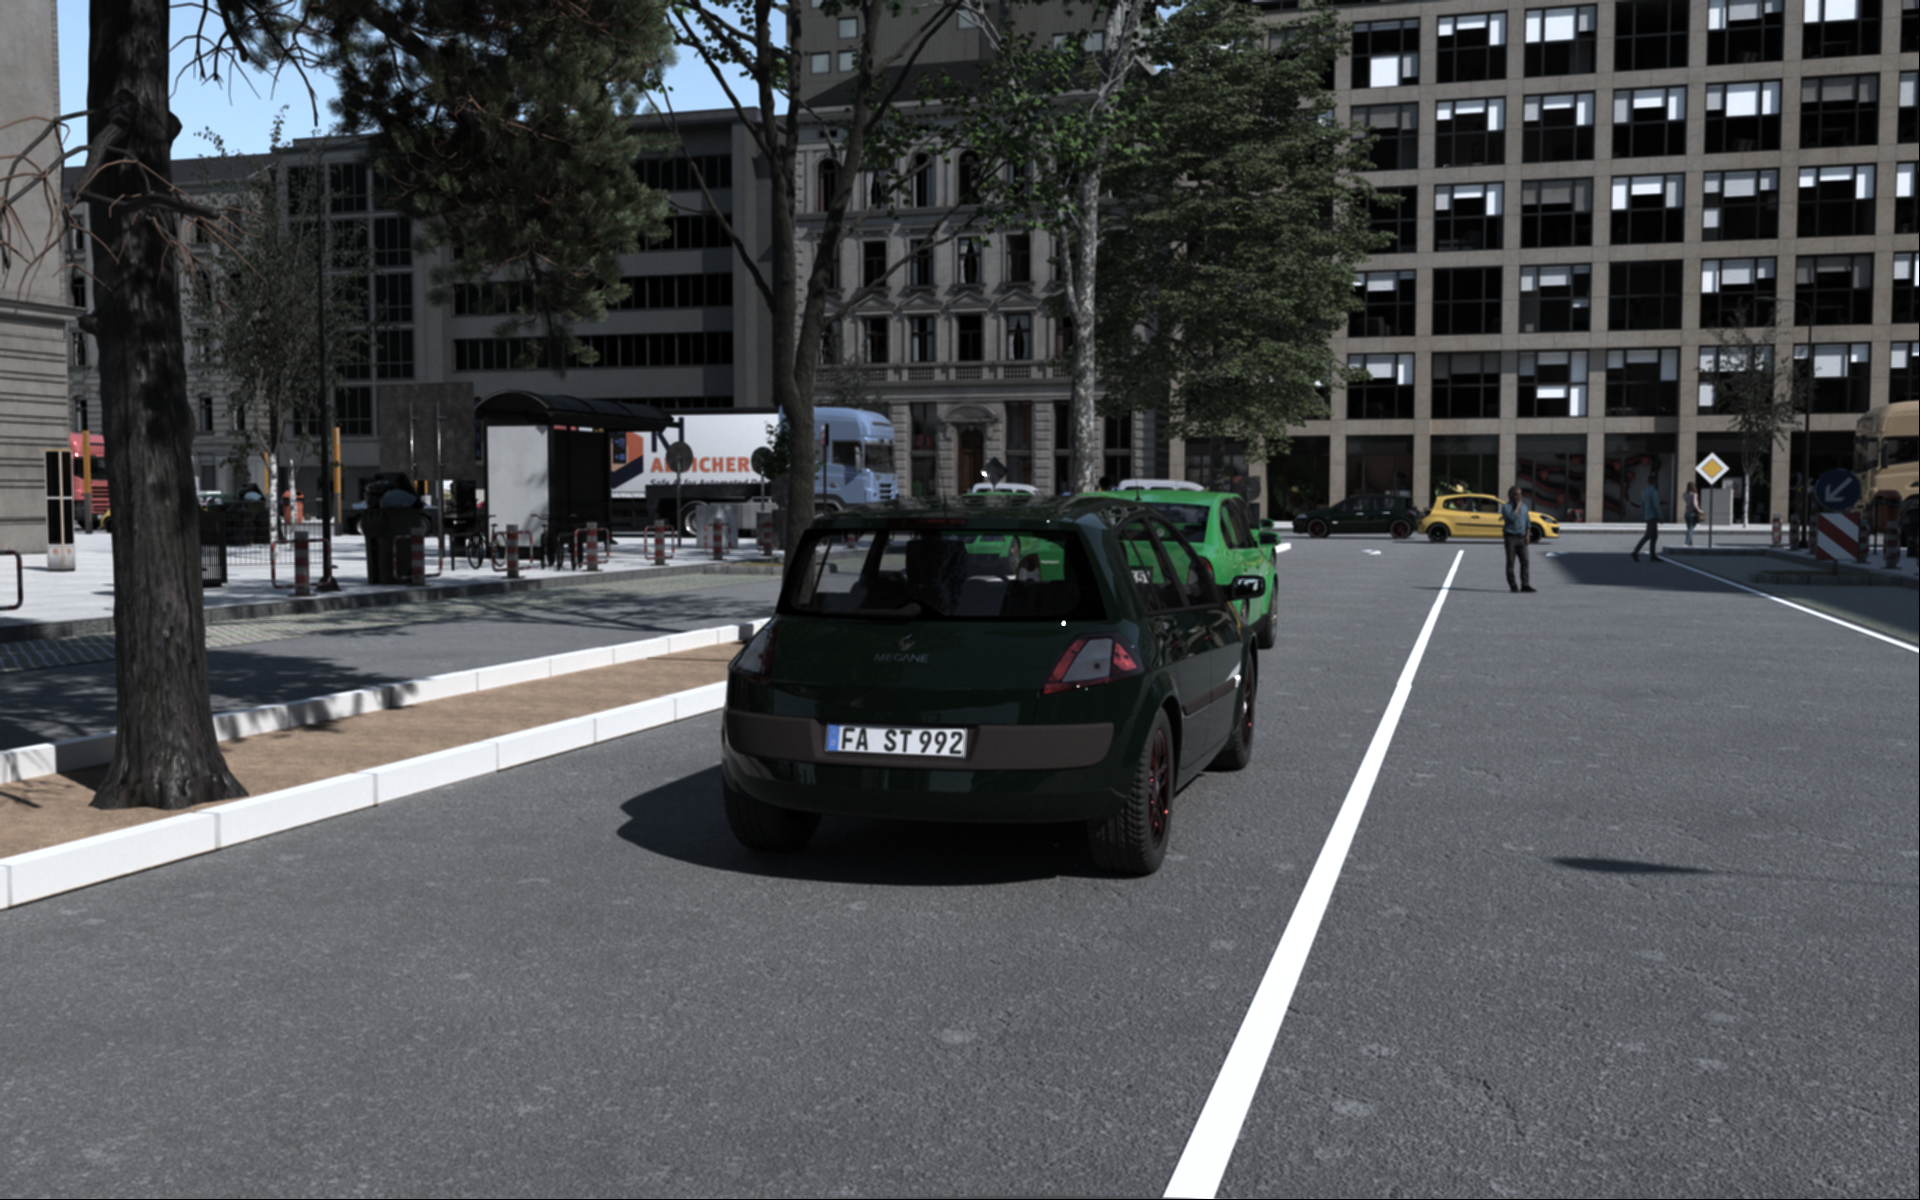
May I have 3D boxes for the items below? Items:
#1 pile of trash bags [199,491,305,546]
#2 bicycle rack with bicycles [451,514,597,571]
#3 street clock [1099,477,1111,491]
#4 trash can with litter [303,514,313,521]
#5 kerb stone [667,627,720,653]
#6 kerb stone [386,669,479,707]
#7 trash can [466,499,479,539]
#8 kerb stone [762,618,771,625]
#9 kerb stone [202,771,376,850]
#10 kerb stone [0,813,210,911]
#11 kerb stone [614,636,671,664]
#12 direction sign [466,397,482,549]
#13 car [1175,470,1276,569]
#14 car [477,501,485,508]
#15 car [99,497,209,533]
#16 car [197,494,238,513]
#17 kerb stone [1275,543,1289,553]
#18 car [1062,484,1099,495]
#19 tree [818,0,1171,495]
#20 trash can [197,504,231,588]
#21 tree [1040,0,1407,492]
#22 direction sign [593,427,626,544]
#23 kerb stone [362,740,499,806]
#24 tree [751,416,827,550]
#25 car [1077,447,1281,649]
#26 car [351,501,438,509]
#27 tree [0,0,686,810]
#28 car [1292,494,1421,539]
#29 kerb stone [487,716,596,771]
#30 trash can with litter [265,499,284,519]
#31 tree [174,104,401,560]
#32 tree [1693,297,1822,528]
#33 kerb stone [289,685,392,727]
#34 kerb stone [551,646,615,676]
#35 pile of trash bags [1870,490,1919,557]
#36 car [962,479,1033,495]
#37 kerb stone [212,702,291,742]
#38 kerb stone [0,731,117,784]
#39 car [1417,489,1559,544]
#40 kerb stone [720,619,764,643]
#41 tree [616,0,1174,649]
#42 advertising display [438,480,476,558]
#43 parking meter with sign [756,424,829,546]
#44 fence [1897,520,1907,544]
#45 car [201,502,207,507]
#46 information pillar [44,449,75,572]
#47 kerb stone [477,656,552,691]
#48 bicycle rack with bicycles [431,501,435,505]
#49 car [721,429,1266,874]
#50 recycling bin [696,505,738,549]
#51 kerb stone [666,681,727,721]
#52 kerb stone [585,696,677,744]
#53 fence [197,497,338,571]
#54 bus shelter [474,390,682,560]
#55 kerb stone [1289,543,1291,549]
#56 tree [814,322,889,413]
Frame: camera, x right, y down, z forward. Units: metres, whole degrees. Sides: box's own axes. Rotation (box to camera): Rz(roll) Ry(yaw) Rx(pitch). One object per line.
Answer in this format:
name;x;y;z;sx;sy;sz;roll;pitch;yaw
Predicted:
pile of trash bags;-18.174;-2.128;44.550;1.912;1.369;3.447;1;4;21
bicycle rack with bicycles;-7.513;-1.021;30.083;2.852;0.926;2.925;0;3;0
street clock;5.978;-4.098;71.576;0.471;2.002;0.358;-1;4;-13
trash can with litter;-32.007;-4.450;84.149;1.055;1.170;0.624;-1;4;-12
kerb stone;-2.507;0.380;15.983;0.120;0.150;1.000;1;4;17
kerb stone;-3.692;0.621;12.036;0.120;0.150;1.000;1;4;17
trash can;-14.081;-2.305;49.340;0.748;1.137;0.748;0;3;0
kerb stone;-1.905;0.259;17.955;0.120;0.150;1.000;1;4;17
kerb stone;-2.889;0.901;7.468;0.120;0.150;1.000;1;4;17
kerb stone;-3.193;0.962;6.488;0.120;0.150;1.000;1;4;17
kerb stone;-2.803;0.447;14.986;0.120;0.150;1.000;1;4;17
direction sign;-11.446;-2.972;40.585;0.876;3.537;0.379;3;5;44
car;3.093;-0.866;22.961;1.959;1.807;4.718;1;4;18
car;-18.876;-3.865;72.225;4.494;1.783;2.155;1;4;16
car;-29.349;-3.233;63.078;3.980;1.641;2.015;1;4;15
car;-33.313;-3.995;77.119;4.920;1.459;2.131;1;4;17
kerb stone;8.148;-1.324;43.843;0.120;0.150;1.000;1;4;17
car;2.928;-1.873;40.219;1.945;1.707;3.694;1;4;17
tree;0.947;-10.323;27.123;12.611;20.169;13.585;0;3;0
trash can;-10.421;-0.745;23.828;0.748;1.137;0.748;0;3;0
tree;5.458;-7.112;36.859;7.486;12.596;7.792;0;3;0
direction sign;-8.955;-3.199;44.297;0.876;3.537;0.379;-2;4;-31
kerb stone;-2.588;0.841;8.454;0.120;0.150;1.000;1;4;17
tree;-3.883;-2.765;39.810;1.663;3.219;1.824;0;3;0
car;1.717;-0.376;14.942;1.959;1.807;4.718;1;4;15
car;-23.688;-3.767;73.594;4.499;1.417;2.014;1;4;17
tree;-3.782;-5.091;7.754;6.751;12.117;7.091;0;3;0
car;12.913;-2.835;56.146;4.222;1.686;2.009;1;4;18
kerb stone;-2.295;0.780;9.437;0.120;0.150;1.000;1;4;17
trash can with litter;-35.210;-4.770;89.042;2.233;1.210;1.678;-2;4;-24
tree;-13.296;-5.098;33.713;4.360;8.622;3.978;0;3;0
tree;29.944;-7.023;65.182;4.360;8.622;3.978;0;3;0
kerb stone;-3.995;0.686;11.057;0.120;0.150;1.000;1;4;17
kerb stone;-3.103;0.502;14.006;0.120;0.150;1.000;1;4;17
pile of trash bags;20.066;-1.575;35.506;1.912;1.369;3.447;-1;4;-16
car;0.590;-1.431;32.196;1.959;1.807;4.718;1;4;18
kerb stone;-4.291;0.742;10.076;0.120;0.150;1.000;1;4;17
kerb stone;-4.595;0.802;9.081;0.120;0.150;1.000;1;4;17
car;15.433;-2.472;50.645;3.980;1.641;2.015;1;4;16
kerb stone;-2.203;0.326;16.962;0.120;0.150;1.000;1;4;17
tree;-1.467;-5.361;15.869;9.928;11.665;9.643;0;3;0
advertising display;-10.221;-1.835;35.210;0.123;1.923;0.974;2;4;26
parking meter with sign;-4.146;-2.846;42.801;1.738;3.016;0.543;-1;4;-17
fence;22.053;-1.452;39.117;2.069;0.683;0.278;1;4;9
car;-33.886;-3.693;72.745;4.827;1.381;2.083;1;4;19
information pillar;-14.907;-1.480;28.682;0.304;2.012;0.304;1;4;8
kerb stone;-3.396;0.563;13.022;0.120;0.150;1.000;1;4;17
bicycle rack with bicycles;-24.073;-4.224;82.442;2.925;0.926;2.852;3;5;44
car;0.349;0.105;8.077;2.009;1.686;4.222;1;4;16
recycling bin;-5.679;-1.710;40.508;0.722;1.027;0.722;2;4;35
kerb stone;-1.698;0.660;11.401;0.120;0.150;1.000;1;4;17
kerb stone;-1.997;0.722;10.421;0.120;0.150;1.000;1;4;17
fence;-11.855;-1.122;29.555;2.264;1.192;0.480;-2;4;-30
bus shelter;-7.959;-2.596;36.362;2.014;3.302;5.546;1;4;17
kerb stone;8.443;-1.385;44.842;0.120;0.150;1.000;1;4;17
tree;-4.759;-7.495;72.903;4.360;8.622;3.978;0;3;0
